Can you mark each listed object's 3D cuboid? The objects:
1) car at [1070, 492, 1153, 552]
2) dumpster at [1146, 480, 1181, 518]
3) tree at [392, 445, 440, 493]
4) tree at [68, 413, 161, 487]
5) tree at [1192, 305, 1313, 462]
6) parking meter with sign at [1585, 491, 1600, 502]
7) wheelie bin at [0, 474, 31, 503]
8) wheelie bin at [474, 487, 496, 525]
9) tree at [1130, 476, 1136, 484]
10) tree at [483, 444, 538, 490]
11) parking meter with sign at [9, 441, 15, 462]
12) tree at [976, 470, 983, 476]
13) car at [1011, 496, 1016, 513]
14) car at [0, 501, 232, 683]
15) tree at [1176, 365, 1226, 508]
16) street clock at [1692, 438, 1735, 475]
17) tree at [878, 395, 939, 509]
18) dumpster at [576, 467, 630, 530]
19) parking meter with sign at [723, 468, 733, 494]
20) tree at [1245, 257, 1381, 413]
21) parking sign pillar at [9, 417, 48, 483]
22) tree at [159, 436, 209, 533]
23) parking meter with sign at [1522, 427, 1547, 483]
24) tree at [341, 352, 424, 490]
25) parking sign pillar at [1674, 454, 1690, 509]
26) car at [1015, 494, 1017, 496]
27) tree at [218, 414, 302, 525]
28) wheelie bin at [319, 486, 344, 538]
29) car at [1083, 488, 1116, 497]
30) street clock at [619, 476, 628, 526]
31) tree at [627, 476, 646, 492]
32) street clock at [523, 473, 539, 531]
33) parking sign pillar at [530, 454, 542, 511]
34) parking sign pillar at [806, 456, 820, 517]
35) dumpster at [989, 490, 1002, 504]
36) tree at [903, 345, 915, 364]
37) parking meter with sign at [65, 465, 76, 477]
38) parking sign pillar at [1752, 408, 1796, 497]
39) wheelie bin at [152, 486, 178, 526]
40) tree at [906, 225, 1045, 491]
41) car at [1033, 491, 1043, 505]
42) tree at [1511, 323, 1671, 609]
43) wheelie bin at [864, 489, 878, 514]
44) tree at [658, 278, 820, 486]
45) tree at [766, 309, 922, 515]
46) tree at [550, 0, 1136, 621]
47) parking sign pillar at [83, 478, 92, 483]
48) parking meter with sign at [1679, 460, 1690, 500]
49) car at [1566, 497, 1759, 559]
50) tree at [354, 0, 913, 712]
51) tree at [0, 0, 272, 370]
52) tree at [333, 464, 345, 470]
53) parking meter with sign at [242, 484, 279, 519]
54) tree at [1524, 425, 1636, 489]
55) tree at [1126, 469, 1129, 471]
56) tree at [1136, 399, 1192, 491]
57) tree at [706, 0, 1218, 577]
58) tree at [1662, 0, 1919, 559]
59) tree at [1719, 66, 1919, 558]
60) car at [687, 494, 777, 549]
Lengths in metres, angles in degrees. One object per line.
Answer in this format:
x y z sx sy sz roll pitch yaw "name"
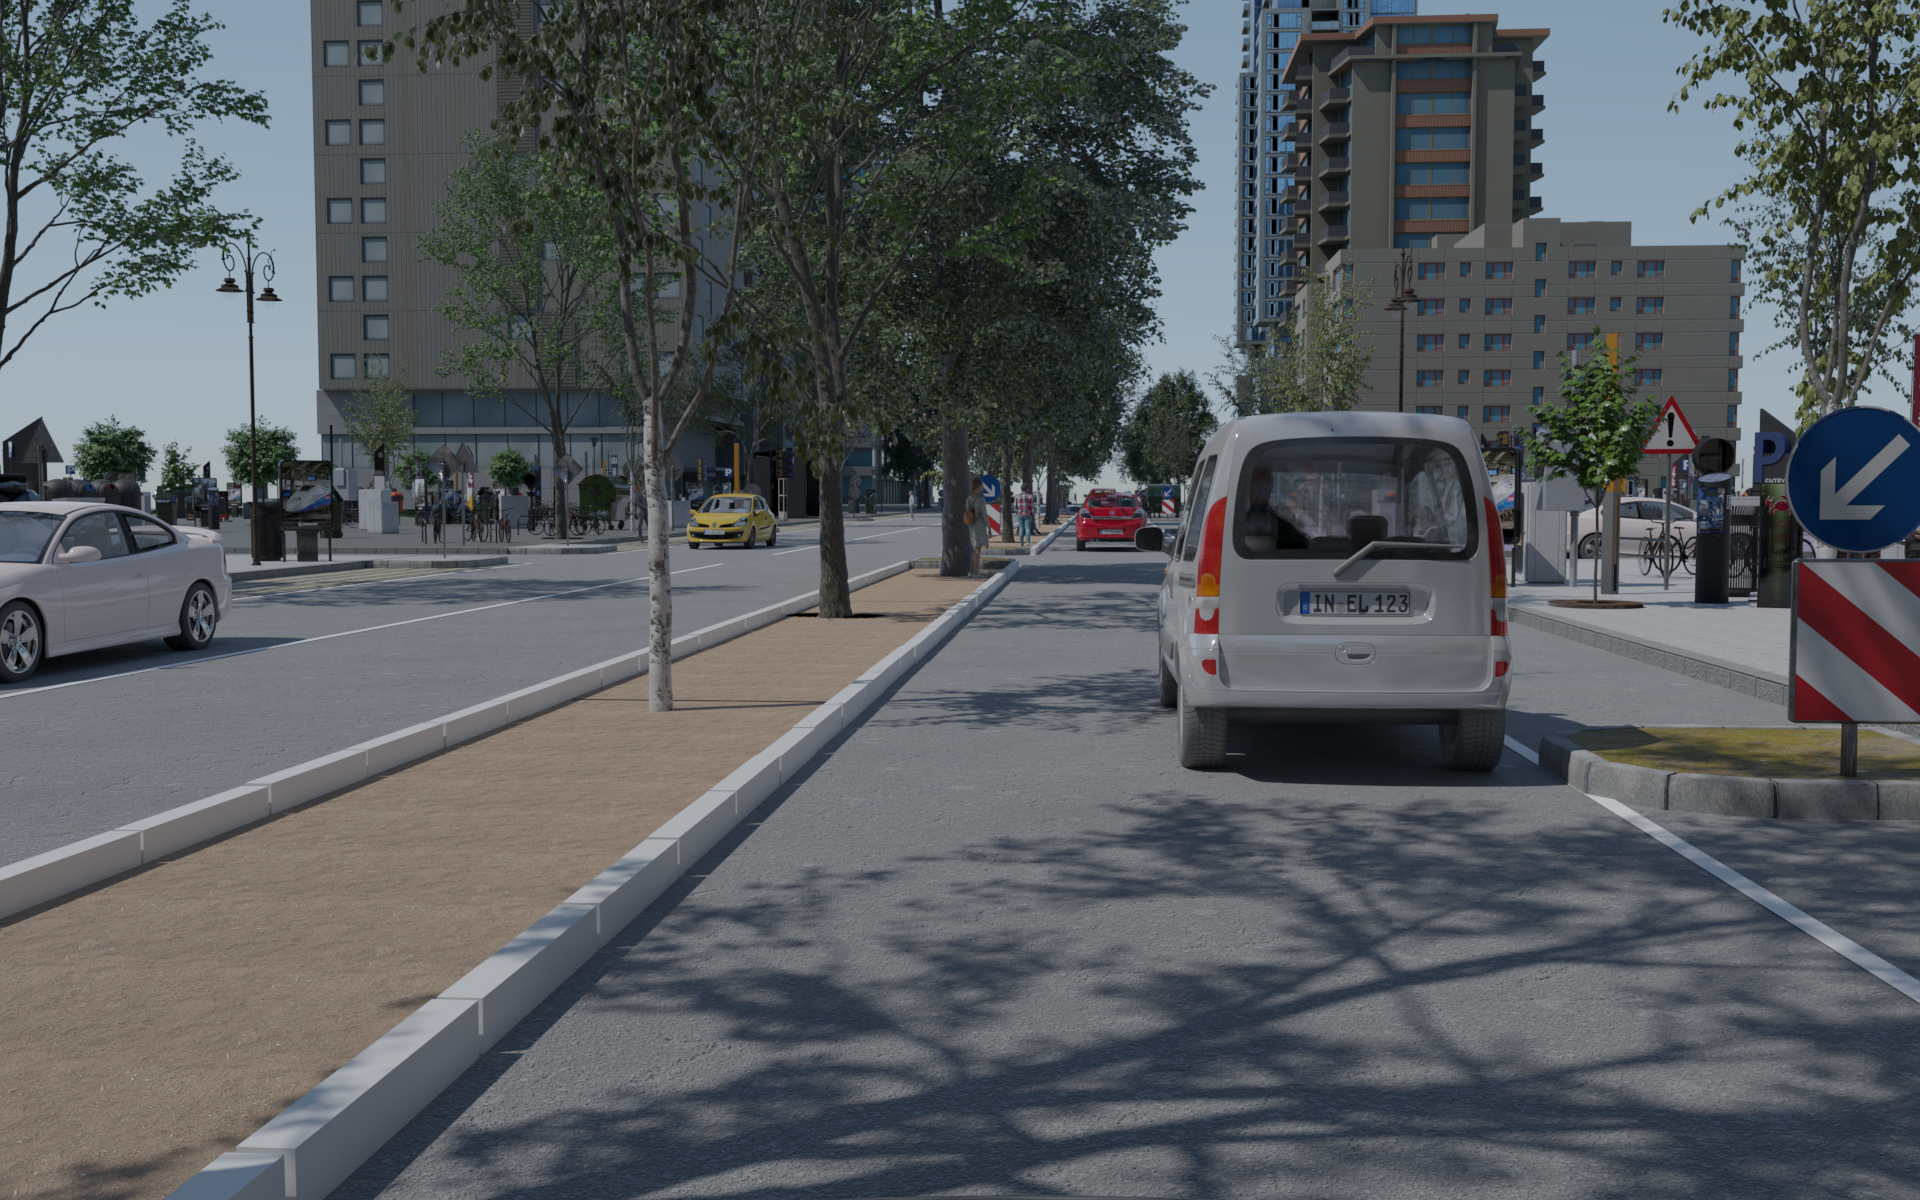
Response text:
3.902 -2.181 44.692 2.155 1.783 4.494 0 4 5 "car"
11.720 -5.790 99.621 1.985 2.255 1.502 0 4 4 "dumpster"
-36.379 -8.111 116.327 4.285 4.588 4.351 0 3 0 "tree"
-34.447 -5.311 70.554 4.285 4.588 4.351 0 3 0 "tree"
11.761 -7.215 68.325 4.360 8.622 3.978 0 3 0 "tree"
27.174 -4.790 74.574 0.543 3.016 1.738 -2 4 -35 "parking meter with sign"
-14.792 -1.163 26.916 0.980 1.594 0.693 -3 5 -45 "wheelie bin"
-20.005 -3.985 73.062 0.693 1.594 0.980 1 4 16 "wheelie bin"
20.964 -14.497 187.392 4.360 8.622 3.978 0 3 0 "tree"
-28.966 -7.789 111.061 4.285 4.588 4.351 0 3 0 "tree"
-32.060 -3.711 56.937 1.738 3.016 0.543 -3 4 -38 "parking meter with sign"
2.012 -14.300 217.518 4.285 4.588 4.351 0 3 0 "tree"
3.779 -6.128 112.777 1.945 1.354 3.894 0 4 3 "car"
-7.975 -0.141 14.660 2.083 1.381 4.827 0 4 3 "car"
19.475 -14.512 154.286 9.611 12.733 9.660 0 3 0 "tree"
9.759 -1.095 22.480 0.471 2.002 0.358 0 4 0 "street clock"
-3.296 -13.090 148.431 8.767 10.594 7.601 1 4 16 "tree"
-12.795 -3.644 62.069 1.502 2.255 1.985 0 4 5 "dumpster"
-15.701 -7.349 116.420 0.543 3.016 1.738 0 4 2 "parking meter with sign"
11.294 -6.361 54.370 4.737 8.622 4.395 0 3 0 "tree"
-32.564 -4.396 60.351 1.447 3.967 1.447 -1 4 -8 "parking sign pillar"
-26.249 -3.866 57.815 1.663 3.219 1.824 0 3 0 "tree"
14.570 -3.030 45.798 0.543 3.016 1.738 -3 5 -42 "parking meter with sign"
-29.306 -8.454 88.582 4.737 8.622 4.395 0 3 0 "tree"
45.822 -7.442 110.151 1.447 3.967 1.447 -1 4 -20 "parking sign pillar"
5.111 -8.078 141.860 2.009 1.686 4.222 0 4 6 "car"
-28.792 -5.356 71.285 4.285 4.588 4.351 0 3 0 "tree"
-18.321 -2.595 50.343 0.693 1.594 0.980 -2 4 -33 "wheelie bin"
8.429 -5.721 102.219 2.281 1.827 5.304 0 4 4 "car"
-13.245 -3.862 67.721 0.471 2.002 0.358 -2 4 -25 "street clock"
-21.007 -7.206 112.415 1.663 3.219 1.824 0 3 0 "tree"
-14.788 -3.374 59.743 0.471 2.002 0.358 1 4 15 "street clock"
-28.579 -7.844 116.729 1.447 3.967 1.447 -2 4 -27 "parking sign pillar"
-8.224 -6.757 98.944 1.447 3.967 1.447 0 4 -3 "parking sign pillar"
4.115 -12.156 206.971 1.865 1.857 1.264 0 4 6 "dumpster"
0.369 -19.629 176.823 12.611 20.169 13.585 0 3 0 "tree"
-54.317 -6.662 105.179 1.738 3.016 0.543 3 5 42 "parking meter with sign"
25.371 -4.002 53.910 1.447 3.967 1.447 -2 4 -28 "parking sign pillar"
-29.339 -3.430 63.987 0.980 1.594 0.693 0 4 -4 "wheelie bin"
0.593 -5.520 43.074 4.737 8.622 4.395 0 3 0 "tree"
10.411 -14.110 239.366 2.281 1.827 5.304 0 4 5 "car"
7.130 -1.537 19.736 1.663 3.219 1.824 0 3 0 "tree"
-5.799 -6.418 112.842 0.980 1.594 0.693 1 4 18 "wheelie bin"
-9.356 -8.637 75.628 8.767 10.594 7.601 0 4 -4 "tree"
-7.412 -12.054 107.446 12.009 13.543 11.850 0 3 0 "tree"
-1.547 -5.602 19.811 9.928 11.665 9.643 0 3 0 "tree"
-36.917 -5.222 73.857 1.447 3.967 1.447 0 4 -4 "parking sign pillar"
36.873 -5.616 88.090 0.543 3.016 1.738 1 4 16 "parking meter with sign"
14.411 -1.452 36.104 4.827 1.381 2.083 0 4 5 "car"
-1.971 -3.552 10.900 4.360 8.622 3.978 0 3 0 "tree"
-13.405 -5.970 23.366 9.928 11.665 9.643 0 3 0 "tree"
-36.863 -6.571 102.043 1.663 3.219 1.824 0 3 0 "tree"
-36.040 -5.686 89.233 1.738 3.016 0.543 -2 4 -26 "parking meter with sign"
24.475 -5.285 70.122 4.285 4.588 4.351 0 3 0 "tree"
27.837 -19.586 270.599 4.360 8.622 3.978 0 3 0 "tree"
16.583 -11.207 133.589 4.360 8.622 3.978 0 3 0 "tree"
-0.013 -7.371 29.621 9.857 13.997 8.962 0 3 0 "tree"
7.531 -3.912 14.325 4.737 8.622 4.395 0 3 0 "tree"
15.467 -4.901 30.491 4.360 8.622 3.978 0 3 0 "tree"
-6.078 -2.205 46.271 2.015 1.641 3.980 0 4 6 "car"
